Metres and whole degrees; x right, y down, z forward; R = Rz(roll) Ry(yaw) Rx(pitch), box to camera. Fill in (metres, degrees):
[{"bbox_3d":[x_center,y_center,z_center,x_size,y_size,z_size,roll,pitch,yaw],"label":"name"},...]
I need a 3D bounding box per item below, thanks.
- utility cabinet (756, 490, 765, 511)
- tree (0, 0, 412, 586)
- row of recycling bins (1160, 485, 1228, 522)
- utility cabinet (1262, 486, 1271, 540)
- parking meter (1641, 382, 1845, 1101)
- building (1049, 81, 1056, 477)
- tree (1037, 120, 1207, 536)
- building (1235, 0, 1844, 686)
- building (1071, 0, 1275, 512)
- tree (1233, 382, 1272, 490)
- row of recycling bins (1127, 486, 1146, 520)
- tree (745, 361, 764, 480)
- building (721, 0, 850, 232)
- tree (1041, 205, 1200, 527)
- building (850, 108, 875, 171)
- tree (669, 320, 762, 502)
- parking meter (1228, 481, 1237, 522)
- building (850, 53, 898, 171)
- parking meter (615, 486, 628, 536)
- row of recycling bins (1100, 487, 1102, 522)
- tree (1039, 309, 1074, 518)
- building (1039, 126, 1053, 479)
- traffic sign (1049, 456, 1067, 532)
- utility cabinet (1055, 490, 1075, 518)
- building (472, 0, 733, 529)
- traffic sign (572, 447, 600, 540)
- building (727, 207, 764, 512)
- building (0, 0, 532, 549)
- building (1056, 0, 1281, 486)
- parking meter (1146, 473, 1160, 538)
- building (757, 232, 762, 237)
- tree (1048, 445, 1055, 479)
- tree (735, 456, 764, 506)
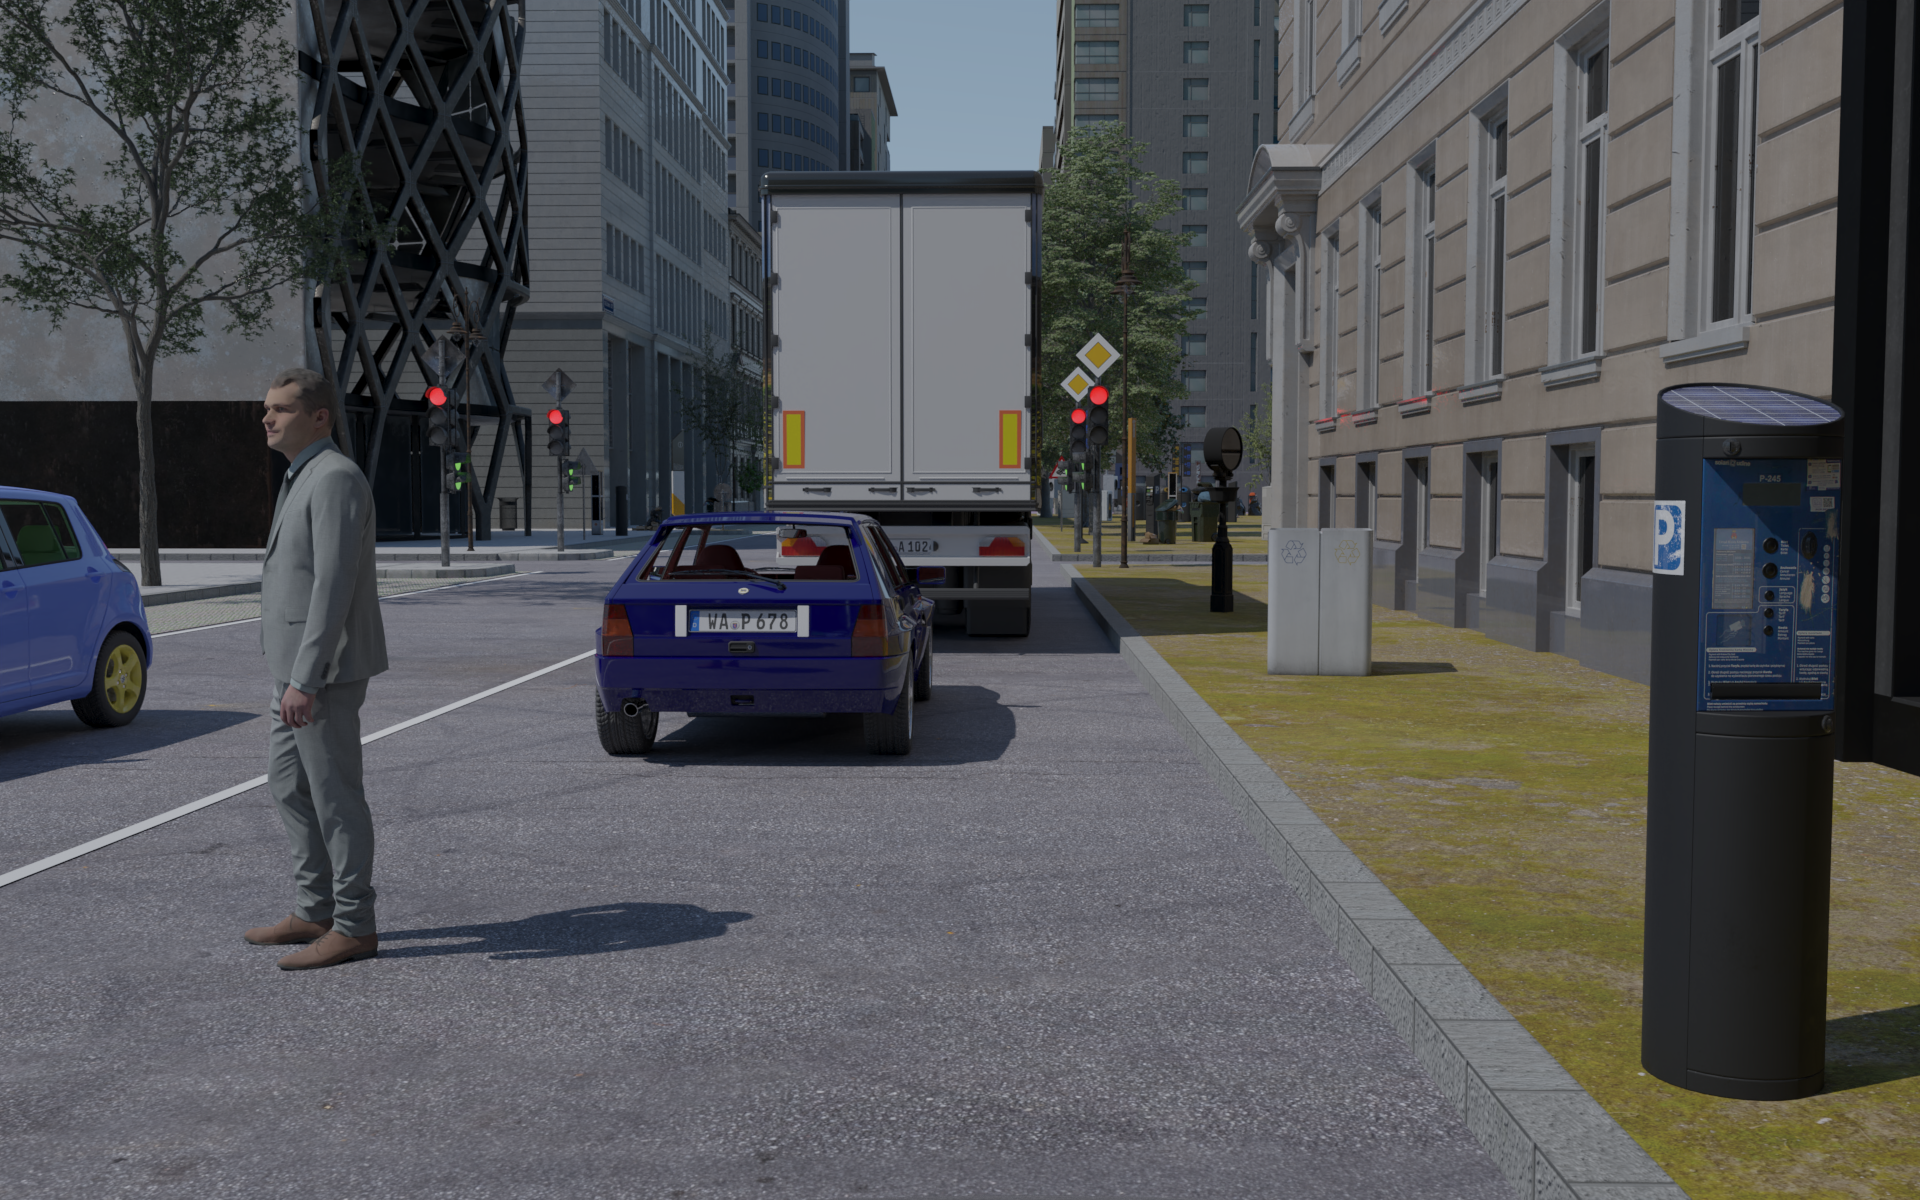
[{"bbox_3d":[-10.591,-5.230,94.185,0.318,1.500,1.173,2,4,34],"label":"utility cabinet"},{"bbox_3d":[-11.428,-5.451,23.542,8.767,10.594,7.601,1,4,20],"label":"tree"},{"bbox_3d":[10.618,-4.412,79.256,3.534,1.692,1.069,0,4,4],"label":"row of recycling bins"},{"bbox_3d":[8.641,-2.333,46.829,0.318,1.500,1.173,-2,4,-29],"label":"utility cabinet"},{"bbox_3d":[1.709,0.282,3.793,0.372,1.533,0.369,0,3,0],"label":"parking meter"},{"bbox_3d":[20.558,-33.740,171.253,23.786,49.044,30.456,0,4,1],"label":"building"},{"bbox_3d":[3.922,-8.256,53.112,7.486,12.596,7.792,0,3,0],"label":"tree"},{"bbox_3d":[10.988,-14.166,17.520,13.634,28.700,20.117,0,4,1],"label":"building"},{"bbox_3d":[15.143,-27.170,127.823,14.154,41.232,14.086,0,4,1],"label":"building"},{"bbox_3d":[19.697,-9.773,110.154,4.737,8.622,4.395,0,3,0],"label":"tree"},{"bbox_3d":[8.992,-4.821,85.943,1.069,1.692,3.534,1,4,15],"label":"row of recycling bins"},{"bbox_3d":[-9.687,-8.647,91.743,4.737,8.622,4.395,0,3,0],"label":"tree"},{"bbox_3d":[-21.663,-37.628,157.209,21.231,58.520,28.212,0,4,1],"label":"building"},{"bbox_3d":[4.769,-9.166,66.873,9.611,12.733,9.660,0,3,0],"label":"tree"},{"bbox_3d":[-16.200,-30.283,178.718,14.154,41.232,14.086,0,4,1],"label":"building"},{"bbox_3d":[-10.074,-7.482,72.695,4.360,8.622,3.978,0,3,0],"label":"tree"},{"bbox_3d":[12.322,-4.442,78.341,0.399,1.863,0.255,2,4,27],"label":"parking meter"},{"bbox_3d":[-22.582,-38.121,212.523,28.713,52.752,27.495,0,4,1],"label":"building"},{"bbox_3d":[-10.387,-2.735,53.129,0.372,1.533,0.369,0,3,0],"label":"parking meter"},{"bbox_3d":[5.902,-4.338,78.042,1.069,1.692,3.534,0,4,5],"label":"row of recycling bins"},{"bbox_3d":[4.669,-11.458,93.990,9.857,13.997,8.962,0,3,0],"label":"tree"},{"bbox_3d":[20.728,-36.319,217.509,21.300,48.544,21.600,0,4,1],"label":"building"},{"bbox_3d":[3.461,-3.606,58.955,0.884,2.594,0.081,1,4,9],"label":"traffic sign"},{"bbox_3d":[5.798,-5.115,92.312,1.173,1.500,0.318,-2,4,-27],"label":"utility cabinet"},{"bbox_3d":[-18.088,-18.359,77.668,11.434,29.767,29.804,0,4,1],"label":"building"},{"bbox_3d":[-10.497,-2.956,48.331,0.884,2.594,0.081,0,4,2],"label":"traffic sign"},{"bbox_3d":[-16.832,-14.565,102.763,10.561,19.102,19.286,0,4,1],"label":"building"},{"bbox_3d":[-21.065,-11.071,48.455,16.820,18.784,16.811,0,4,1],"label":"building"},{"bbox_3d":[19.006,-31.903,145.320,21.300,48.544,21.600,0,4,1],"label":"building"},{"bbox_3d":[5.304,-2.565,47.651,0.255,1.863,0.399,3,4,37],"label":"parking meter"},{"bbox_3d":[-24.828,-17.381,129.220,27.650,21.520,28.899,0,4,1],"label":"building"},{"bbox_3d":[5.677,-11.820,143.617,4.737,8.622,4.395,0,3,0],"label":"tree"},{"bbox_3d":[-10.457,-5.643,86.858,1.663,3.219,1.824,0,3,0],"label":"tree"}]
